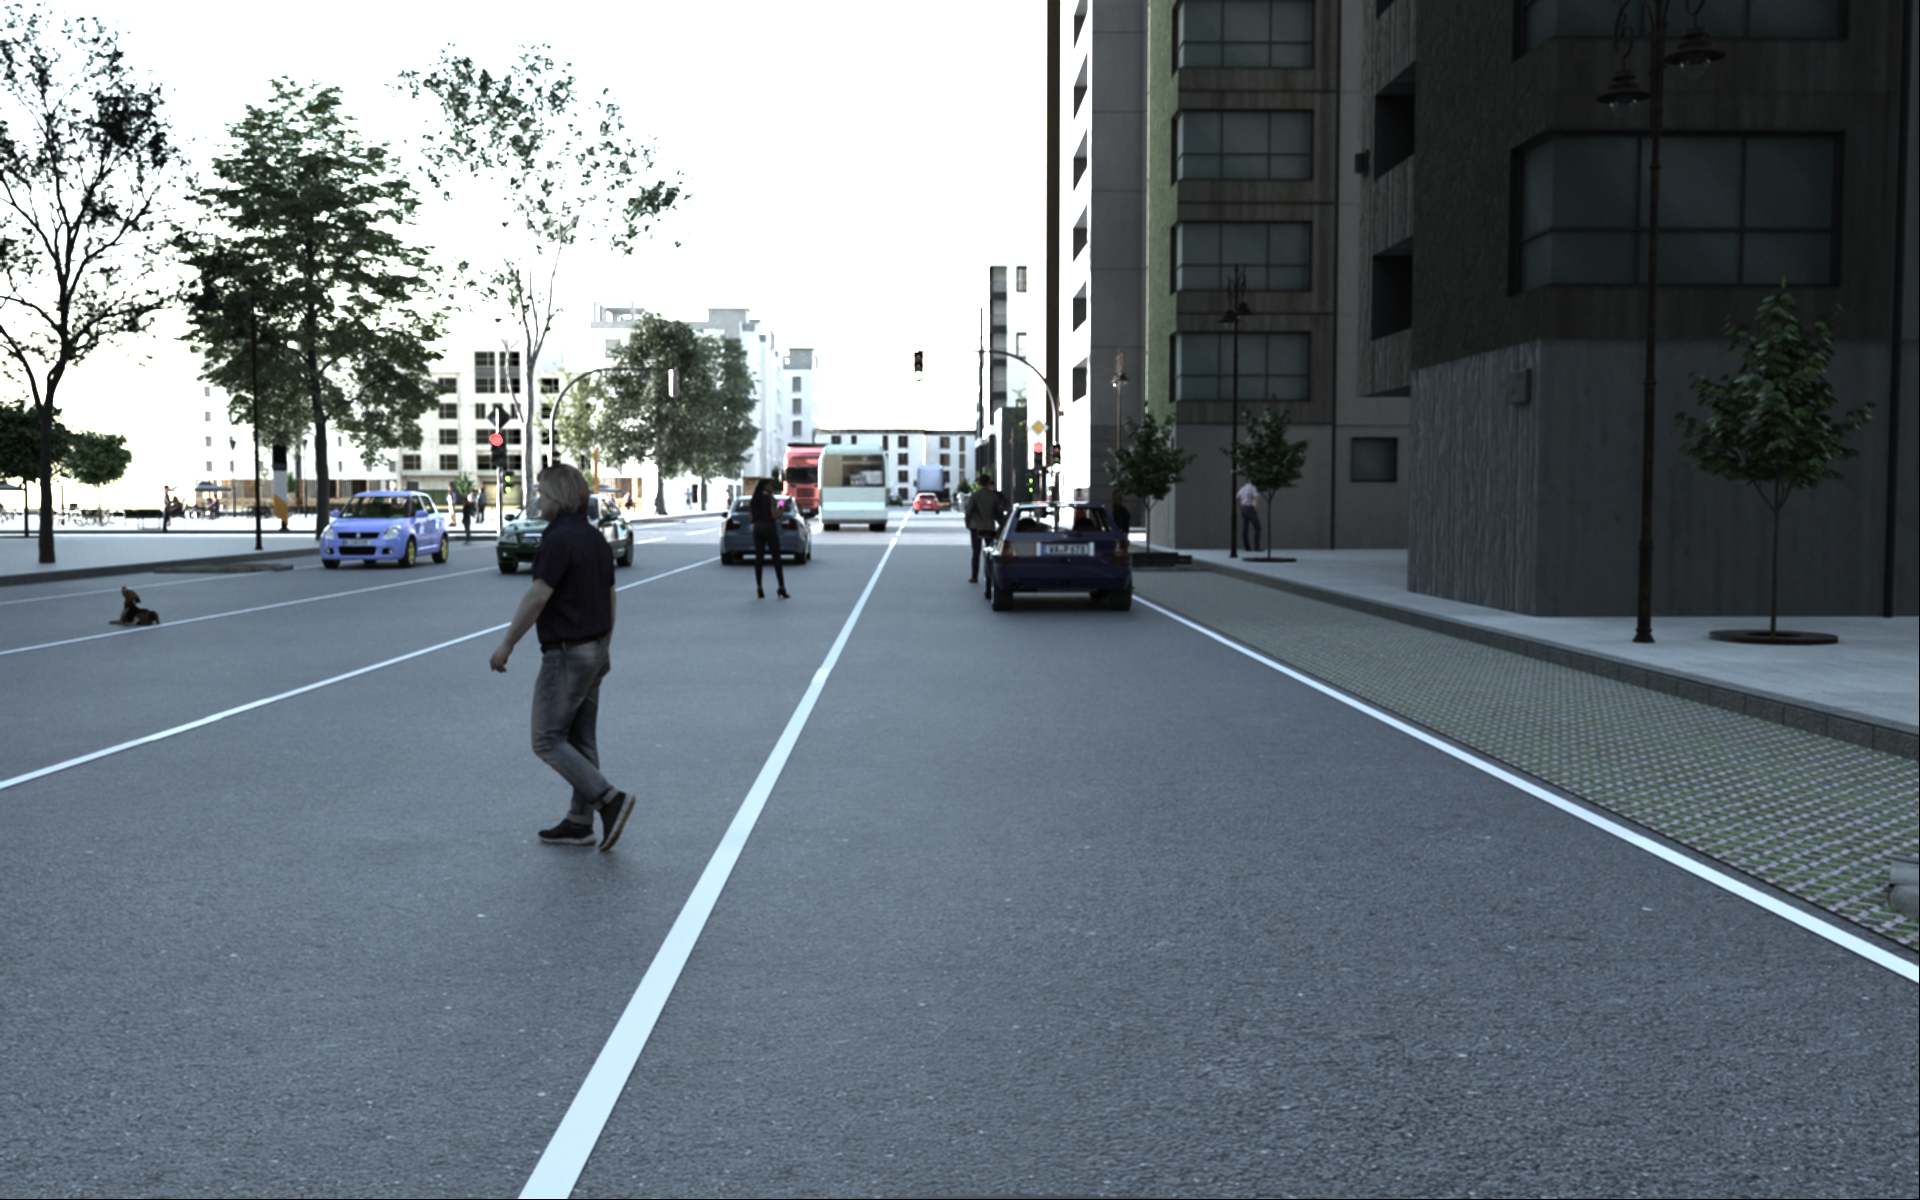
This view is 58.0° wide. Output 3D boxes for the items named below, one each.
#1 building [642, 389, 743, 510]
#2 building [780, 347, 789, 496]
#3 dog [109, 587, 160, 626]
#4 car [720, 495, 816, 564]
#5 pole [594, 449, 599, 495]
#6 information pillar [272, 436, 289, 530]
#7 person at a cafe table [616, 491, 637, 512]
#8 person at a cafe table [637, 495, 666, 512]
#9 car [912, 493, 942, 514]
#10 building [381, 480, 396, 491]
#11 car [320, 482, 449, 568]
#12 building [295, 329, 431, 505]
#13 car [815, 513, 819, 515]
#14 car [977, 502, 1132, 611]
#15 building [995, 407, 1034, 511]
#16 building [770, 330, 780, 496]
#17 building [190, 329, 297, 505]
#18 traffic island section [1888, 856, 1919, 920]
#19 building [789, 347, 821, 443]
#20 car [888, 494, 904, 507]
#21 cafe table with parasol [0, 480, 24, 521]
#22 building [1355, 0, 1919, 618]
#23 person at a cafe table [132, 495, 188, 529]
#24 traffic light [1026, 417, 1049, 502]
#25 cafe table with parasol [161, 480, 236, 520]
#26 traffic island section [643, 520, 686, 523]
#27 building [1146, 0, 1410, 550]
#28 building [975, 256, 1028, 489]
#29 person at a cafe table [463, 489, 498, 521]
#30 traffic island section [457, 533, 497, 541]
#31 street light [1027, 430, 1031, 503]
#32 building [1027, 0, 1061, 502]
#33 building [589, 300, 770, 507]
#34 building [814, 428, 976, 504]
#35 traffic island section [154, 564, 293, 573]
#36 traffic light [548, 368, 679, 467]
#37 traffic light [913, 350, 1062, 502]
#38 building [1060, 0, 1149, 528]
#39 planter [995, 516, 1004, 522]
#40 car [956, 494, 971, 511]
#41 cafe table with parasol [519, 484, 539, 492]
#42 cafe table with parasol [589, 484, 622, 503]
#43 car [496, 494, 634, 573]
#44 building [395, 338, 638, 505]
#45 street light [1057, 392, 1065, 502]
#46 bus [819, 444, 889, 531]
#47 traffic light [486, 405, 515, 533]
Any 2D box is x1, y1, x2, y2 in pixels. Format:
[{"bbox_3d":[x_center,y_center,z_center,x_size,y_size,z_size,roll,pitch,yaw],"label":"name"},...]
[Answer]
[{"bbox_3d":[-23.628,-12.890,152.906,9.099,9.664,28.070,0,4,-1],"label":"building"},{"bbox_3d":[-26.965,-21.347,205.435,11.380,20.091,16.016,0,4,-1],"label":"building"},{"bbox_3d":[-9.059,0.075,18.961,0.550,0.427,0.748,-1,4,-20],"label":"dog"},{"bbox_3d":[-4.075,-1.508,36.652,2.014,1.417,4.499,0,4,-3],"label":"car"},{"bbox_3d":[-16.517,-5.187,78.651,0.158,3.312,0.155,0,3,0],"label":"pole"},{"bbox_3d":[-24.029,-4.275,61.252,0.504,3.616,0.183,-1,4,-20],"label":"information pillar"},{"bbox_3d":[-23.539,-6.989,122.792,1.698,1.524,1.622,0,4,-2],"label":"person at a cafe table"},{"bbox_3d":[-21.577,-6.805,122.129,1.698,1.238,1.726,1,4,17],"label":"person at a cafe table"},{"bbox_3d":[-2.399,-7.147,125.893,2.155,1.783,4.494,0,3,0],"label":"car"},{"bbox_3d":[-75.712,-17.351,225.841,28.070,9.664,9.099,0,4,-1],"label":"building"},{"bbox_3d":[-11.510,-1.536,34.703,1.945,1.707,3.694,0,4,-2],"label":"car"},{"bbox_3d":[-69.837,-21.332,205.192,11.380,20.091,16.016,0,4,-1],"label":"building"},{"bbox_3d":[-9.227,-6.734,120.320,2.015,1.641,3.980,0,4,-1],"label":"car"},{"bbox_3d":[1.215,-0.614,22.615,1.945,1.354,3.894,0,4,-1],"label":"car"},{"bbox_3d":[14.342,-49.442,121.053,22.319,86.520,31.000,0,4,-1],"label":"building"},{"bbox_3d":[-28.050,-20.066,184.501,16.016,20.091,11.380,0,4,-1],"label":"building"},{"bbox_3d":[-81.823,-21.274,204.252,11.380,20.091,16.016,0,4,-1],"label":"building"},{"bbox_3d":[4.201,1.056,5.601,1.991,0.108,1.994,0,4,-1],"label":"traffic island section"},{"bbox_3d":[-24.511,-22.813,229.408,11.380,20.091,16.016,0,4,-1],"label":"building"},{"bbox_3d":[-7.397,-11.208,195.054,2.131,1.459,4.920,0,4,-2],"label":"car"},{"bbox_3d":[-45.047,-4.675,81.298,2.610,1.966,2.610,1,4,22],"label":"cafe table with parasol"},{"bbox_3d":[12.866,-15.441,24.160,14.160,30.474,14.107,0,4,-1],"label":"building"},{"bbox_3d":[-29.280,-3.222,63.534,1.726,1.238,1.698,-2,4,-34],"label":"person at a cafe table"},{"bbox_3d":[2.814,-4.525,62.907,0.839,4.253,0.868,0,4,-1],"label":"traffic light"},{"bbox_3d":[-37.099,-4.896,84.919,2.610,1.966,2.610,0,4,4],"label":"cafe table with parasol"},{"bbox_3d":[-14.966,-3.977,87.882,1.991,0.108,1.994,0,4,-1],"label":"traffic island section"},{"bbox_3d":[11.831,-22.157,45.869,14.154,41.232,14.086,0,4,-1],"label":"building"},{"bbox_3d":[16.016,-19.652,165.284,27.936,21.610,32.646,0,4,-1],"label":"building"},{"bbox_3d":[-23.336,-4.630,84.214,1.622,1.524,1.698,0,4,-5],"label":"person at a cafe table"},{"bbox_3d":[-14.514,-1.979,54.631,2.009,0.180,2.903,0,4,-1],"label":"traffic island section"},{"bbox_3d":[3.989,-7.665,98.105,0.468,5.910,1.993,0,4,-1],"label":"street light"},{"bbox_3d":[10.937,-27.007,91.680,14.600,45.320,14.200,0,4,-1],"label":"building"},{"bbox_3d":[-27.868,-19.371,173.143,16.016,20.091,11.380,0,4,-1],"label":"building"},{"bbox_3d":[-4.703,-17.386,226.413,28.070,9.664,9.099,0,4,-1],"label":"building"},{"bbox_3d":[-13.661,-0.585,32.427,1.991,0.108,1.994,0,4,-1],"label":"traffic island section"},{"bbox_3d":[-12.573,-5.376,62.564,4.771,5.953,1.251,0,4,-1],"label":"traffic light"},{"bbox_3d":[0.913,-4.897,54.734,4.771,5.953,1.251,0,4,-1],"label":"traffic light"},{"bbox_3d":[18.923,-32.331,70.604,28.212,58.520,21.231,0,4,-1],"label":"building"},{"bbox_3d":[2.260,-4.092,88.046,1.991,0.319,1.994,0,4,-1],"label":"planter"},{"bbox_3d":[0.646,-8.288,147.513,2.014,1.417,4.499,0,3,0],"label":"car"},{"bbox_3d":[-26.988,-6.509,111.290,2.610,1.966,2.610,-1,4,-12],"label":"cafe table with parasol"},{"bbox_3d":[-24.515,-6.974,118.885,2.610,1.966,2.610,-1,4,-15],"label":"cafe table with parasol"},{"bbox_3d":[-7.468,-1.301,33.070,2.131,1.459,4.920,0,4,0],"label":"car"},{"bbox_3d":[-48.391,-20.702,204.935,31.486,18.905,16.747,0,4,-1],"label":"building"},{"bbox_3d":[4.495,-6.469,78.550,0.468,5.910,1.993,0,4,-1],"label":"street light"},{"bbox_3d":[-4.301,-4.626,70.499,2.948,3.499,13.247,0,4,-3],"label":"bus"},{"bbox_3d":[-14.474,-4.011,54.497,0.839,4.253,0.868,0,4,-1],"label":"traffic light"}]
